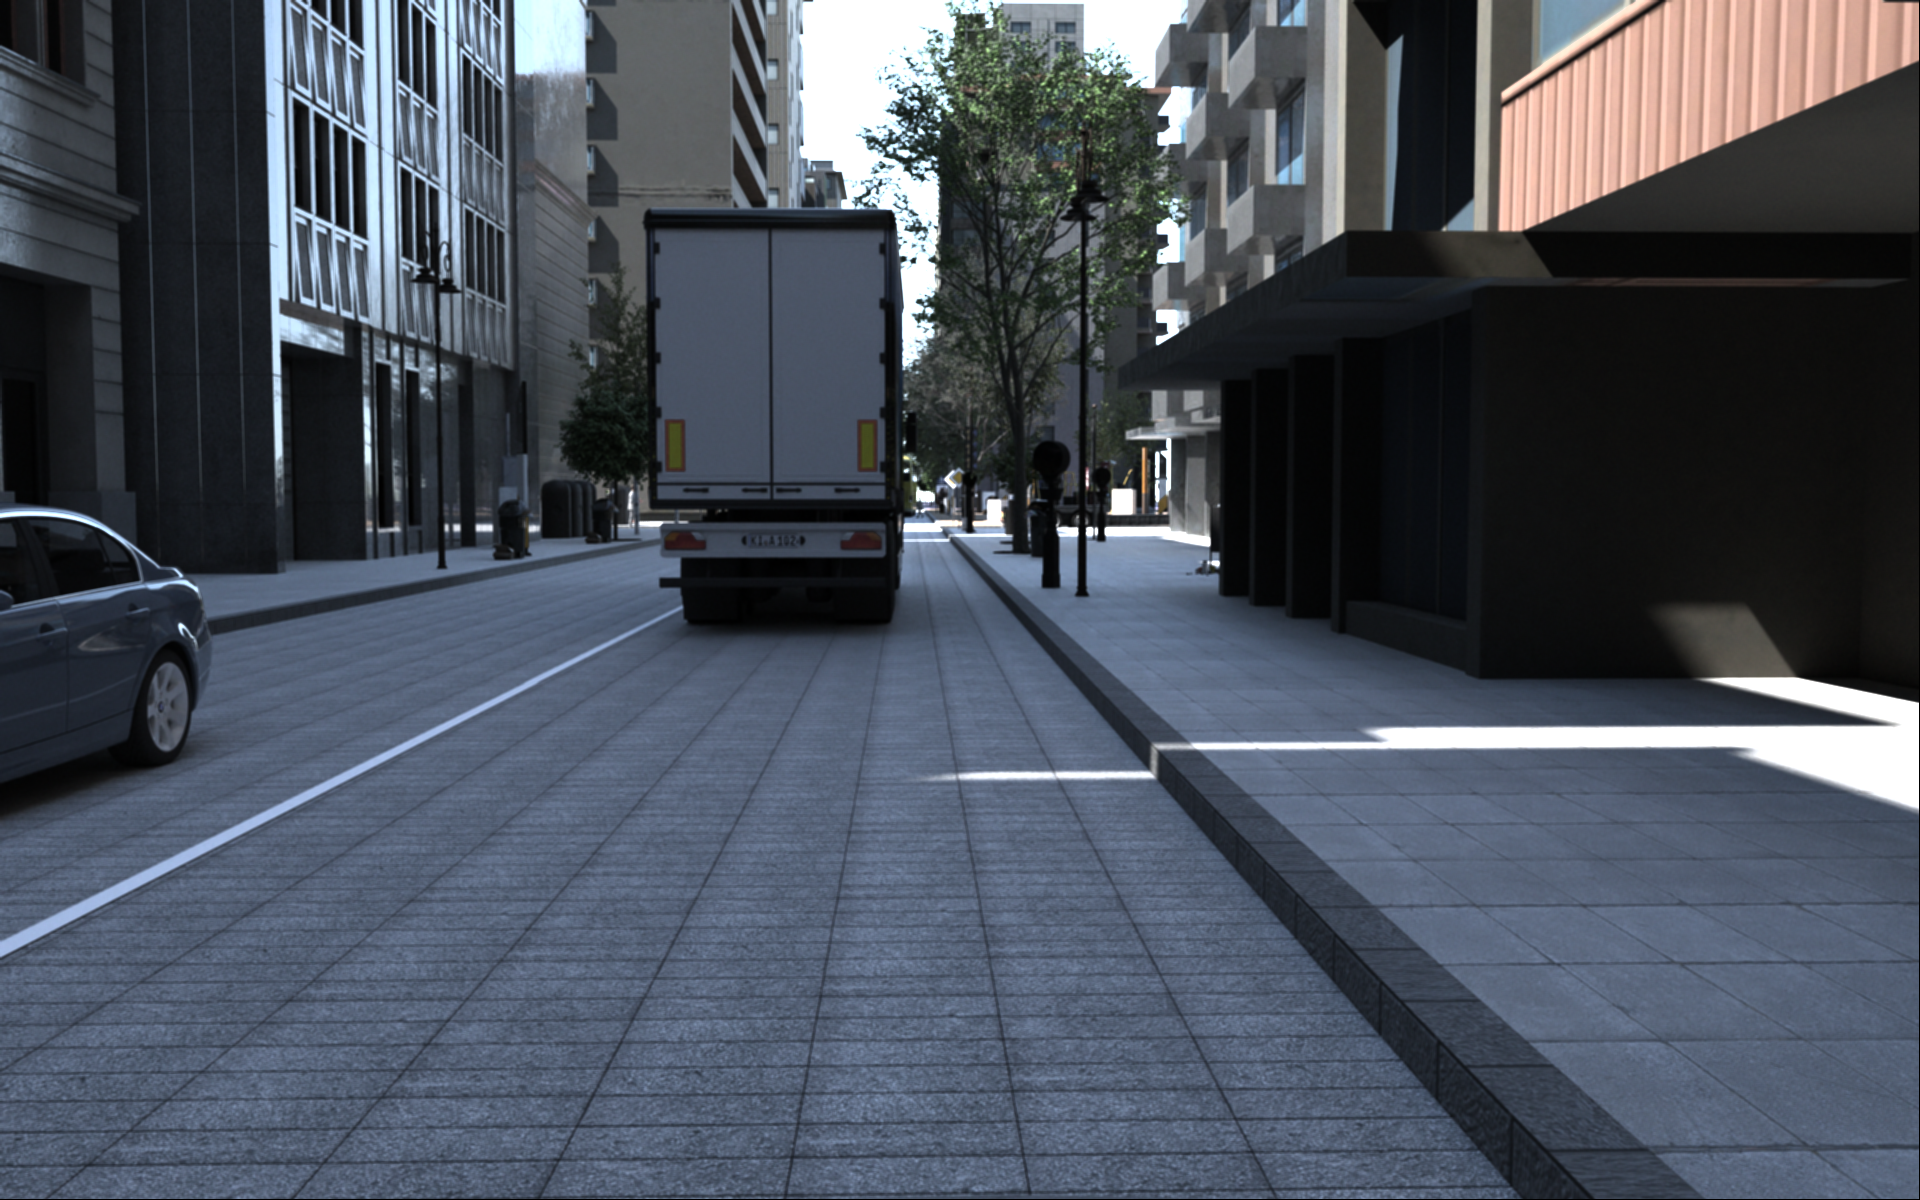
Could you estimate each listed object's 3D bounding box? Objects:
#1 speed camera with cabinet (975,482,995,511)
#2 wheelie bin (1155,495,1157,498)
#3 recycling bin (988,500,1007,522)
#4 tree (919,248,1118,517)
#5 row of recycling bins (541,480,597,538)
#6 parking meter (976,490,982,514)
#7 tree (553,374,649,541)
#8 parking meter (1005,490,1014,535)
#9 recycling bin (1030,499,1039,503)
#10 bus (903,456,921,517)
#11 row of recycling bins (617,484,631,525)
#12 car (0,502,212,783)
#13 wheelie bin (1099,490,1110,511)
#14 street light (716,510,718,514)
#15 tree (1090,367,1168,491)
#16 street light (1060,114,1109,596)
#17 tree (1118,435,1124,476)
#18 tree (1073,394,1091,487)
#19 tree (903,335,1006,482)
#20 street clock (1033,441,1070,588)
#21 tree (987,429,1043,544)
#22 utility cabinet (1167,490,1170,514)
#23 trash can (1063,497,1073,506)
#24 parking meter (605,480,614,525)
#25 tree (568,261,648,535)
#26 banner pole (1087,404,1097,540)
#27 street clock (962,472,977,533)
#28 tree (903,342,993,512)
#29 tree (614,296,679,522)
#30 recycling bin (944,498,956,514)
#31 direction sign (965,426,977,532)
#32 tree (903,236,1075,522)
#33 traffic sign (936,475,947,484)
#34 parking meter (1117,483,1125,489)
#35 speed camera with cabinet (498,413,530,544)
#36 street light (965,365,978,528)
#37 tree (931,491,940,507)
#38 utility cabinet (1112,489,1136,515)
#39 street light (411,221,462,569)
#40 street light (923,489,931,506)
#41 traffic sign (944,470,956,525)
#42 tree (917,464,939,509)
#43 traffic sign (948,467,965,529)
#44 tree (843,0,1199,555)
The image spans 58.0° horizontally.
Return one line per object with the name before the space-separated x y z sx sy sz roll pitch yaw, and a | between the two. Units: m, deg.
speed camera with cabinet | 1.364 -7.551 117.796 2.038 3.252 0.660 -2 4 -24
wheelie bin | 14.586 -7.644 132.887 0.980 1.594 0.693 -1 4 -11
recycling bin | 1.732 -4.094 79.488 0.722 1.027 0.722 2 4 28
tree | 1.711 -6.216 51.995 4.360 8.622 3.978 0 3 0
row of recycling bins | -11.620 -2.732 51.781 1.069 1.692 3.534 0 4 4
parking meter | 1.232 -6.459 114.021 0.372 1.533 0.369 0 3 0
tree | -9.463 -3.907 47.588 4.285 4.588 4.351 0 3 0
parking meter | 1.601 -2.793 54.069 0.372 1.533 0.369 0 3 0
recycling bin | 3.643 -4.651 88.595 0.722 1.027 0.722 1 4 15
bus | -4.134 -7.306 111.002 2.896 3.916 12.252 0 4 0
row of recycling bins | -14.384 -4.043 73.216 1.069 1.692 3.534 0 4 -7
car | -5.044 0.251 7.895 2.014 1.417 4.499 0 3 0
wheelie bin | 10.745 -7.402 128.936 0.980 1.594 0.693 3 5 42
street light | -10.184 -6.092 72.393 0.468 5.910 1.993 0 4 -2
tree | 9.888 -9.133 99.695 4.737 8.622 4.395 0 3 0
street light | 1.534 -2.986 21.604 0.468 5.910 1.993 0 4 -2
tree | 11.974 -11.935 145.496 4.360 8.622 3.978 0 3 0
tree | 9.520 -10.311 118.945 4.737 8.622 4.395 0 3 0
tree | -1.164 -14.241 139.493 9.857 13.997 8.962 0 3 0
street clock | 1.248 -1.169 23.691 0.471 2.002 0.358 2 4 32
tree | 1.429 -3.077 44.912 1.663 3.219 1.824 0 3 0
utility cabinet | 11.078 -4.820 87.488 1.173 1.500 0.318 0 4 2
trash can | 6.360 -5.500 101.579 0.748 1.137 0.748 0 3 0
parking meter | -14.288 -3.985 70.864 0.255 1.863 0.399 2 4 27
tree | -10.185 -6.362 54.386 4.737 8.622 4.395 0 3 0
banner pole | 3.697 -3.557 48.168 0.401 3.779 0.863 1 4 15
street clock | 0.320 -3.188 56.693 0.471 2.002 0.358 0 4 -4
tree | -1.285 -12.724 126.169 7.486 12.596 7.792 0 3 0
tree | -10.035 -6.746 60.665 4.360 8.622 3.978 0 3 0
recycling bin | -0.660 -6.092 112.153 0.722 1.027 0.722 0 4 -3
direction sign | 0.370 -4.042 58.088 0.379 3.537 0.876 2 4 26
tree | 0.698 -10.440 81.066 12.009 13.543 11.850 0 3 0
traffic sign | -1.249 -7.229 118.308 0.768 2.556 0.104 0 4 5
parking meter | 8.586 -5.302 92.394 0.399 1.863 0.255 -3 4 -38
speed camera with cabinet | -10.739 -2.897 41.694 0.660 3.252 2.038 -1 4 -10
street light | 0.414 -5.482 62.425 0.468 5.910 1.993 0 4 -2
tree | -1.929 -11.026 174.870 1.663 3.219 1.824 0 3 0
utility cabinet | 7.400 -4.243 78.048 1.173 1.500 0.318 3 5 44
street light | -8.912 -3.476 29.621 0.468 5.910 1.993 0 4 -2
street light | -4.288 -15.311 223.121 0.468 5.910 1.993 0 4 -2
traffic sign | -0.275 -4.172 71.858 0.795 2.450 0.064 0 4 -2
tree | -3.133 -12.700 191.352 4.285 4.588 4.351 0 3 0
traffic sign | -0.040 -3.684 63.876 0.795 2.450 0.064 0 4 -2
tree | 1.147 -6.802 36.965 9.928 11.665 9.643 0 3 0
